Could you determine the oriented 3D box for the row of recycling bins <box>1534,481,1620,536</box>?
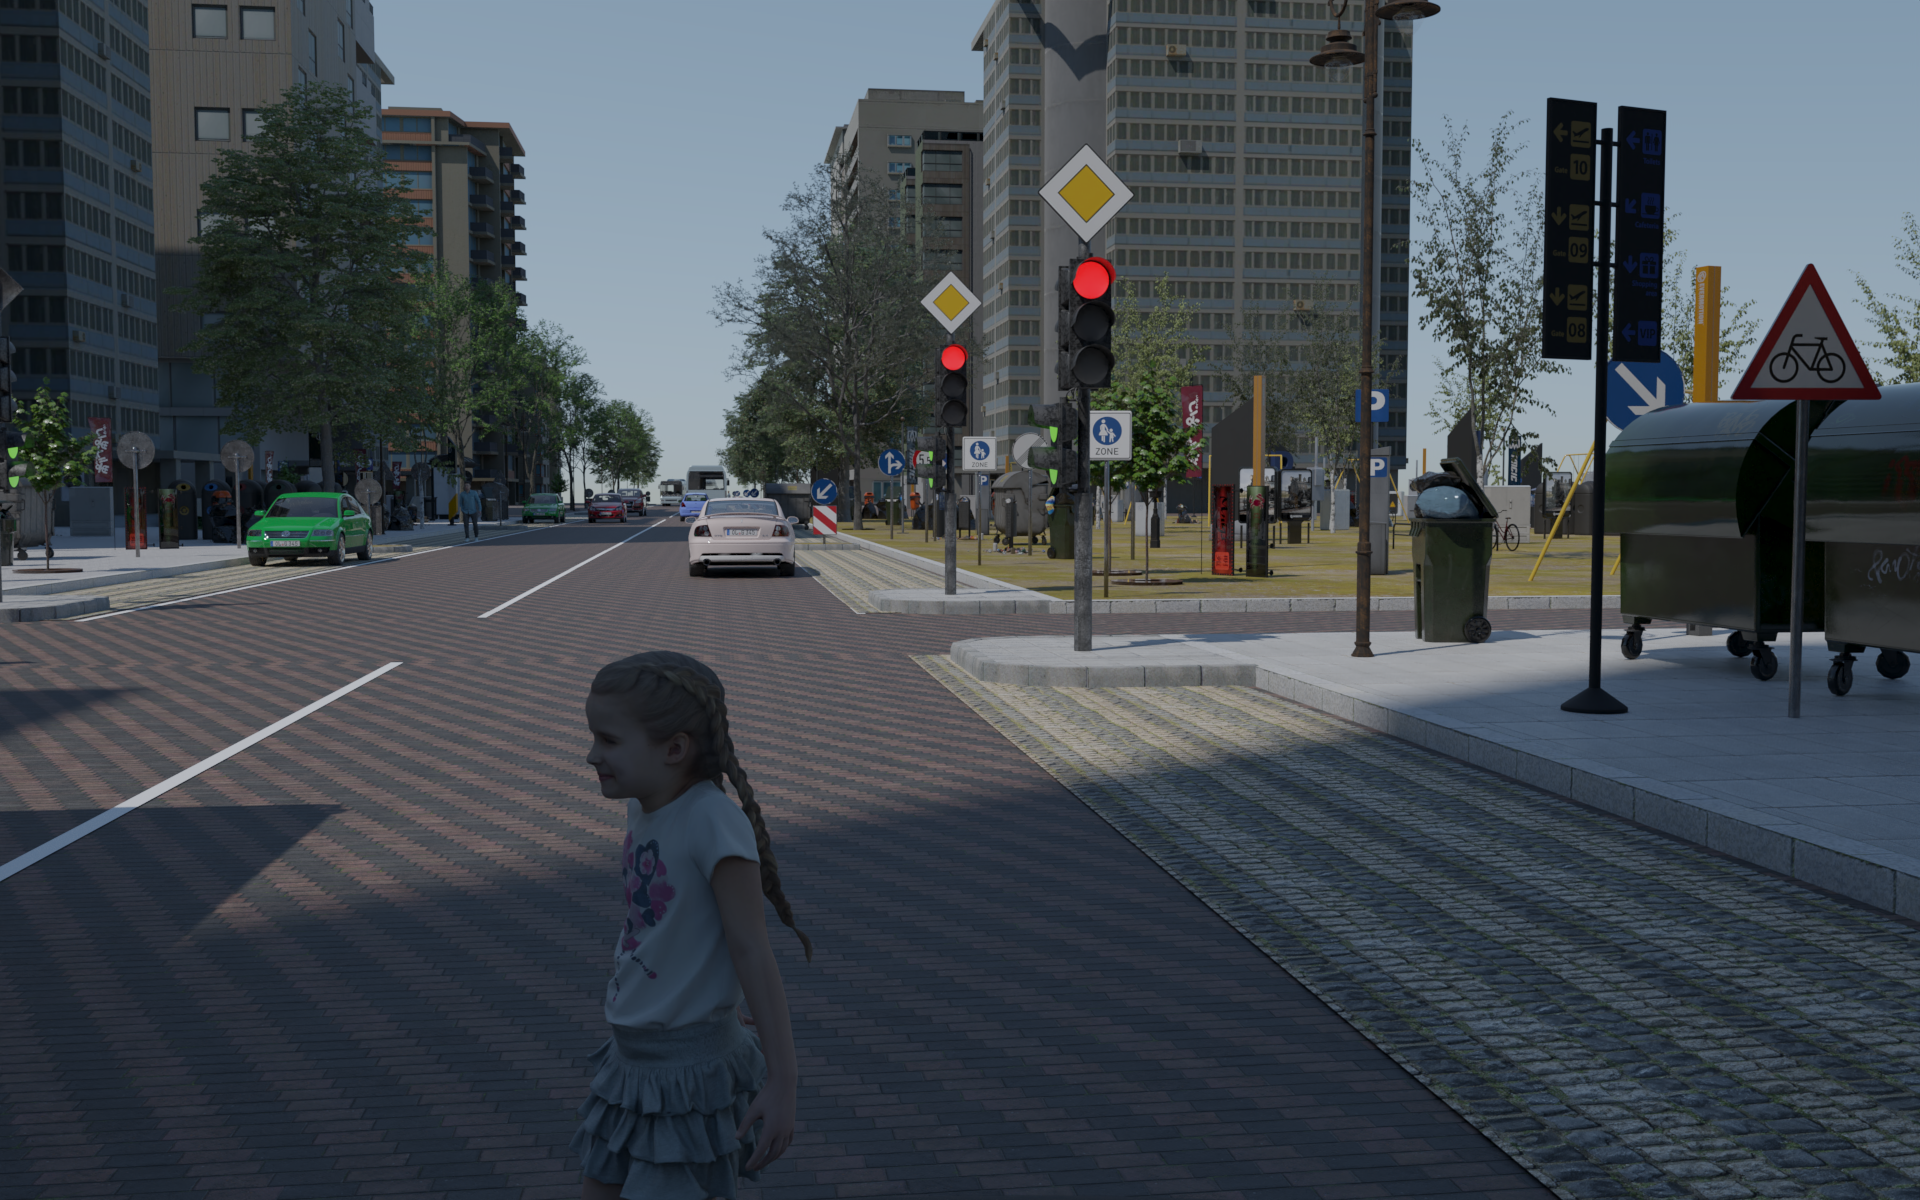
[{"bbox_3d":[19.486,-2.890,54.362,1.069,1.692,3.534,-2,4,-29],"label":"row of recycling bins"}]

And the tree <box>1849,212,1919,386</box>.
[{"bbox_3d":[24.829,-5.716,43.817,4.737,8.622,4.395,0,3,0],"label":"tree"}]

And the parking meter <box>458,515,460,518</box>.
[{"bbox_3d":[-27.303,-5.223,93.812,0.372,1.533,0.369,0,3,0],"label":"parking meter"}]

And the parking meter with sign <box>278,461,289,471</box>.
[{"bbox_3d":[-35.594,-5.855,91.989,0.543,3.016,1.738,0,4,-1],"label":"parking meter with sign"}]

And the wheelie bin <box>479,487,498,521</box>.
[{"bbox_3d":[-22.304,-4.523,81.862,0.980,1.594,0.693,-3,5,-41],"label":"wheelie bin"}]

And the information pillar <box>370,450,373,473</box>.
[{"bbox_3d":[-31.051,-6.121,91.437,0.183,3.616,0.504,-1,4,-21],"label":"information pillar"}]

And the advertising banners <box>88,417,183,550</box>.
[{"bbox_3d":[-18.998,-2.676,39.933,0.090,3.025,2.074,3,5,41],"label":"advertising banners"}]

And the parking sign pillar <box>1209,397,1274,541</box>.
[{"bbox_3d":[7.580,-3.616,47.587,1.447,3.967,1.447,2,4,30],"label":"parking sign pillar"}]

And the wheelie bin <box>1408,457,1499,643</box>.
[{"bbox_3d":[4.283,-0.441,15.124,0.693,1.594,0.980,0,4,3],"label":"wheelie bin"}]

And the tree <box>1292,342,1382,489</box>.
[{"bbox_3d":[17.826,-7.976,80.775,4.737,8.622,4.395,0,3,0],"label":"tree"}]

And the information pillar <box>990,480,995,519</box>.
[{"bbox_3d":[1.545,-5.088,87.678,0.304,2.012,0.304,-3,5,-43],"label":"information pillar"}]

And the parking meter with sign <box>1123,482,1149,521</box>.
[{"bbox_3d":[8.224,-5.273,82.476,1.738,3.016,0.543,-1,4,-23],"label":"parking meter with sign"}]

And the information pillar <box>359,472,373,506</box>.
[{"bbox_3d":[-19.504,-3.207,56.922,0.304,2.012,0.304,3,4,37],"label":"information pillar"}]

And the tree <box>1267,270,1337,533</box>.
[{"bbox_3d":[12.250,-6.489,56.451,4.360,8.622,3.978,0,3,0],"label":"tree"}]

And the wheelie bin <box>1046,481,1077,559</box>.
[{"bbox_3d":[2.172,-1.611,34.254,0.980,1.594,0.693,-3,4,-38],"label":"wheelie bin"}]

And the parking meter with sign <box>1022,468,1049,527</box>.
[{"bbox_3d":[3.022,-4.293,66.458,1.738,3.016,0.543,-3,4,-38],"label":"parking meter with sign"}]

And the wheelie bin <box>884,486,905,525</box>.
[{"bbox_3d":[-2.677,-3.852,70.881,0.980,1.594,0.693,2,4,24],"label":"wheelie bin"}]

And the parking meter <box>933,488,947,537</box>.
[{"bbox_3d":[-0.625,-2.627,51.366,0.372,1.533,0.369,0,3,0],"label":"parking meter"}]

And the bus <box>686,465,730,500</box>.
[{"bbox_3d":[-17.084,-7.488,117.281,2.948,3.499,13.247,0,4,-8],"label":"bus"}]

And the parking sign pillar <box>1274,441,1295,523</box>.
[{"bbox_3d":[14.522,-5.495,78.321,1.447,3.967,1.447,-2,4,-29],"label":"parking sign pillar"}]

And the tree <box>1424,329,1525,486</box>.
[{"bbox_3d":[21.838,-7.471,72.520,4.737,8.622,4.395,0,3,0],"label":"tree"}]

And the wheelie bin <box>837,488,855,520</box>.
[{"bbox_3d":[-5.614,-4.710,84.910,0.980,1.594,0.693,-2,4,-29],"label":"wheelie bin"}]

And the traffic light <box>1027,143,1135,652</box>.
[{"bbox_3d":[0.988,-1.538,14.061,0.839,4.253,0.868,0,4,-8],"label":"traffic light"}]

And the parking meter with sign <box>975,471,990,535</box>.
[{"bbox_3d":[0.685,-3.569,54.621,0.543,3.016,1.738,0,4,-3],"label":"parking meter with sign"}]

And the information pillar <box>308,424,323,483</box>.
[{"bbox_3d":[-20.017,-3.831,53.993,0.504,3.616,0.183,-1,4,-22],"label":"information pillar"}]

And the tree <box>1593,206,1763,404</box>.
[{"bbox_3d":[17.850,-5.751,44.388,4.737,8.622,4.395,0,3,0],"label":"tree"}]

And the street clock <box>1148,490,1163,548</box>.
[{"bbox_3d":[4.643,-2.237,41.142,0.358,2.002,0.471,2,4,30],"label":"street clock"}]

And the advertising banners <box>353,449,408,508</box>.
[{"bbox_3d":[-22.335,-4.316,66.748,2.074,3.025,0.090,0,3,0],"label":"advertising banners"}]

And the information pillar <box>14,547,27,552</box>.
[{"bbox_3d":[-21.079,-2.090,38.657,0.304,2.012,0.304,0,4,-1],"label":"information pillar"}]

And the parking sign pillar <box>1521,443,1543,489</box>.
[{"bbox_3d":[29.940,-6.274,91.050,1.447,3.967,1.447,-1,4,-23],"label":"parking sign pillar"}]

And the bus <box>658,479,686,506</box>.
[{"bbox_3d":[-34.008,-12.904,205.842,2.948,3.499,13.247,0,4,-6],"label":"bus"}]

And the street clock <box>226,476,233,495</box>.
[{"bbox_3d":[-29.436,-3.990,69.808,0.358,2.002,0.471,-2,4,-27],"label":"street clock"}]

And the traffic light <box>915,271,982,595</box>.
[{"bbox_3d":[-0.138,-2.021,21.967,0.839,4.253,0.868,0,4,-8],"label":"traffic light"}]

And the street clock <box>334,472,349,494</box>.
[{"bbox_3d":[-20.143,-3.170,56.393,0.358,2.002,0.471,2,4,28],"label":"street clock"}]

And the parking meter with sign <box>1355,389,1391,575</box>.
[{"bbox_3d":[6.703,-1.944,28.046,0.543,3.016,1.738,1,4,10],"label":"parking meter with sign"}]

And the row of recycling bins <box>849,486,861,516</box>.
[{"bbox_3d":[-5.789,-5.251,92.967,1.069,1.692,3.534,0,4,-3],"label":"row of recycling bins"}]

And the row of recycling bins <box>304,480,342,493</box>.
[{"bbox_3d":[-19.817,-2.719,51.572,1.069,1.692,3.534,2,4,26],"label":"row of recycling bins"}]

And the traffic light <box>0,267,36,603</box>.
[{"bbox_3d":[-11.384,-1.923,20.356,0.839,4.253,0.868,0,4,-8],"label":"traffic light"}]

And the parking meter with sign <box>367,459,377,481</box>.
[{"bbox_3d":[-28.703,-5.390,84.389,0.543,3.016,1.738,-2,4,-29],"label":"parking meter with sign"}]

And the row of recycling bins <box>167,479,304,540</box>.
[{"bbox_3d":[-20.556,-2.550,48.813,3.534,1.692,1.069,0,4,-1],"label":"row of recycling bins"}]

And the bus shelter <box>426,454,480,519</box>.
[{"bbox_3d":[-26.273,-5.870,89.902,2.014,3.302,5.546,-1,4,-8],"label":"bus shelter"}]

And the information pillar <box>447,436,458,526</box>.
[{"bbox_3d":[-20.592,-4.827,70.274,0.504,3.616,0.183,2,4,34],"label":"information pillar"}]

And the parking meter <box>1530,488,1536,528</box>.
[{"bbox_3d":[21.793,-3.499,65.624,0.372,1.533,0.369,0,3,0],"label":"parking meter"}]

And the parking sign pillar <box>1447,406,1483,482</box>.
[{"bbox_3d":[15.596,-3.980,53.551,1.447,3.967,1.447,-1,4,-18],"label":"parking sign pillar"}]

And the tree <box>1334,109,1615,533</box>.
[{"bbox_3d":[10.328,-5.088,33.557,4.360,8.622,3.978,0,3,0],"label":"tree"}]

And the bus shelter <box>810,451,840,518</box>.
[{"bbox_3d":[-7.138,-6.058,90.331,1.731,3.624,6.357,-1,4,-8],"label":"bus shelter"}]
